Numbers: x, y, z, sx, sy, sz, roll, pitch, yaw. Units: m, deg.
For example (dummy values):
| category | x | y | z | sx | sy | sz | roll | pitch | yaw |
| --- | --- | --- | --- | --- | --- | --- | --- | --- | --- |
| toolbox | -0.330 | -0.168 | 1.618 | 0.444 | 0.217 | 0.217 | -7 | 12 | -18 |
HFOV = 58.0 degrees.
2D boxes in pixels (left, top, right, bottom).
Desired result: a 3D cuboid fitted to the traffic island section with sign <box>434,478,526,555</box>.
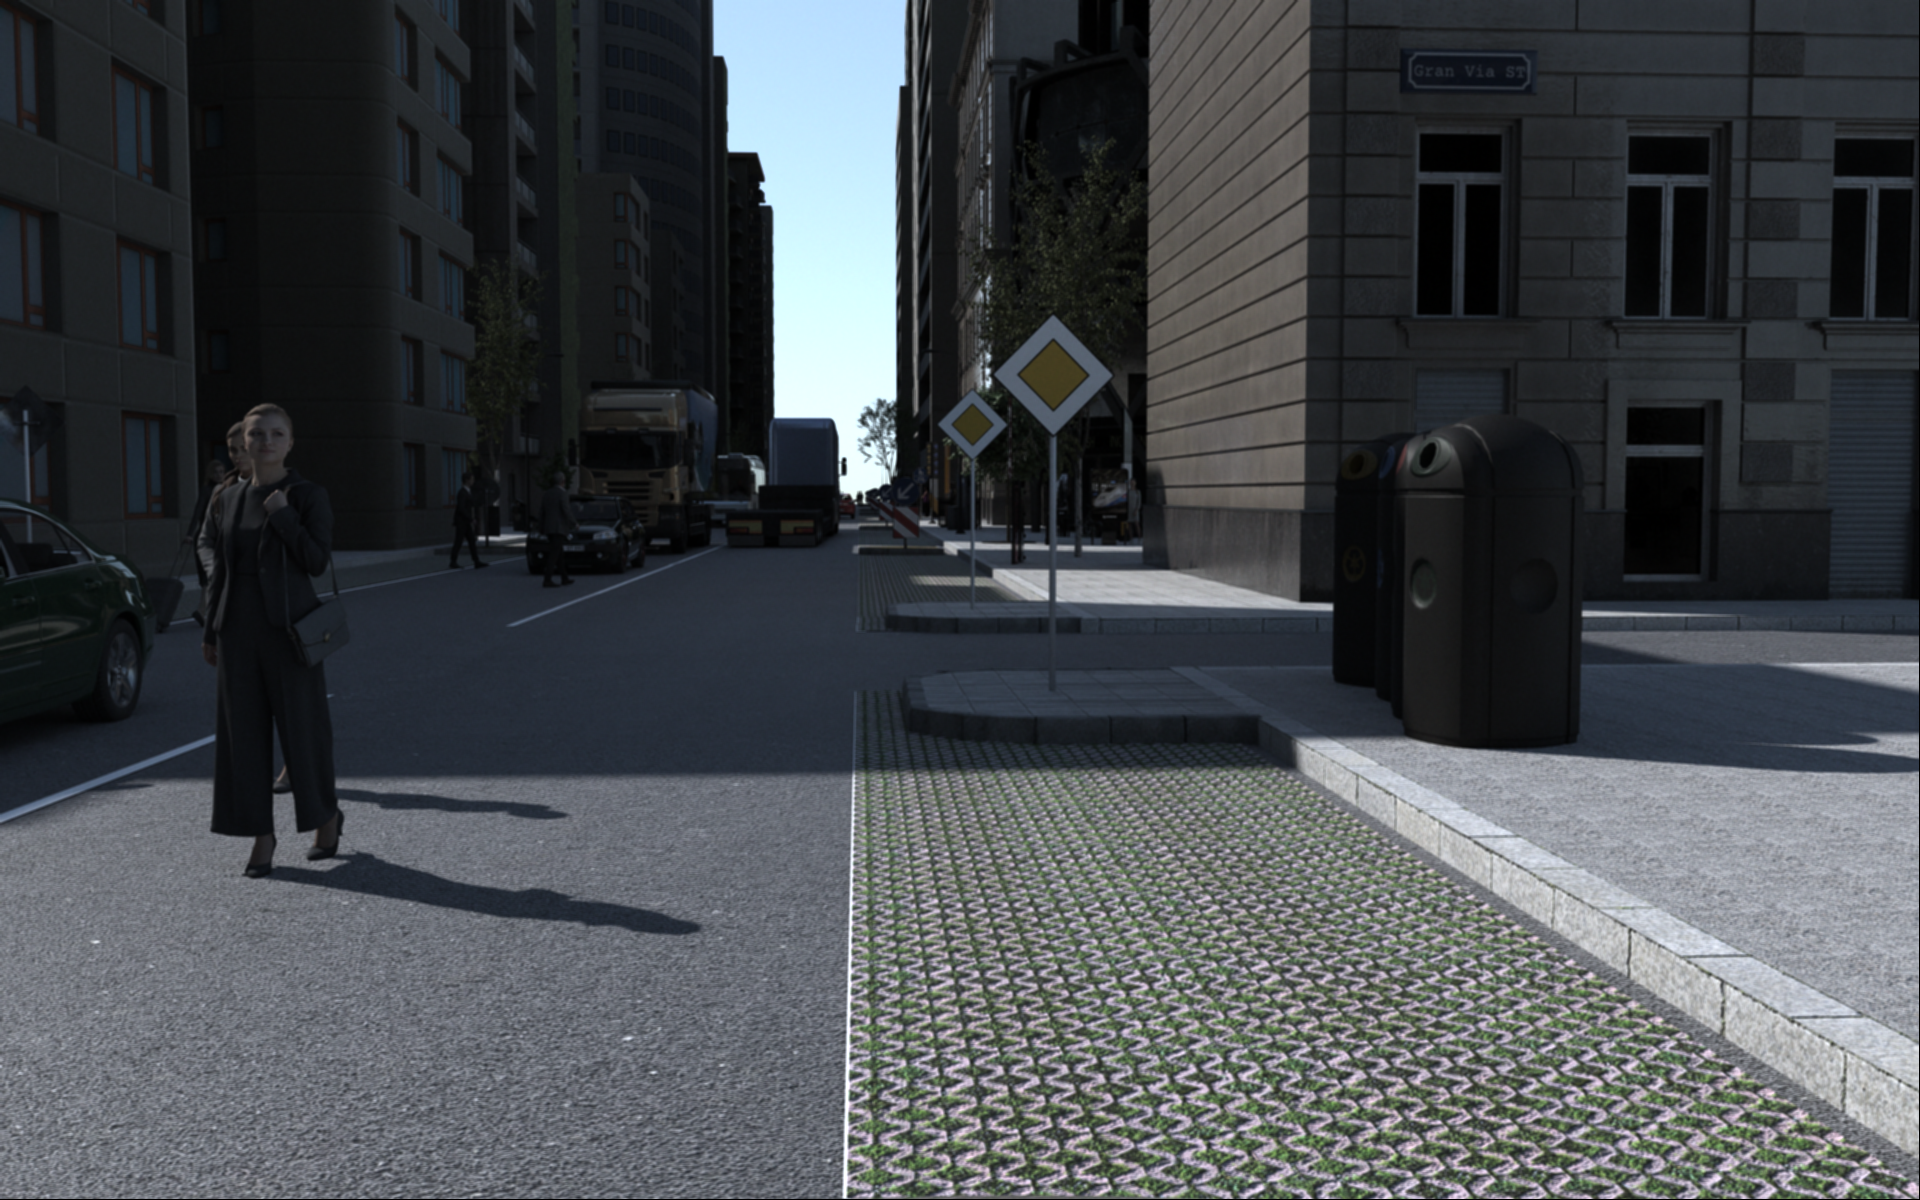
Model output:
| category | x | y | z | sx | sy | sz | roll | pitch | yaw |
| --- | --- | --- | --- | --- | --- | --- | --- | --- | --- |
| traffic island section with sign | -11.386 | -2.010 | 41.485 | 1.989 | 1.847 | 2.006 | 0 | 4 | -3 |

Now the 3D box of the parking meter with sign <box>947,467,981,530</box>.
| category | x | y | z | sx | sy | sz | roll | pitch | yaw |
| --- | --- | --- | --- | --- | --- | --- | --- | --- | --- |
| parking meter with sign | 0.227 | -4.035 | 62.230 | 0.543 | 3.016 | 1.738 | 3 | 4 | 38 |

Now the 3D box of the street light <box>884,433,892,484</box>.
| category | x | y | z | sx | sy | sz | roll | pitch | yaw |
| --- | --- | --- | --- | --- | --- | --- | --- | --- | --- |
| street light | -4.886 | -9.766 | 132.214 | 1.470 | 5.913 | 1.316 | 0 | 4 | -3 |

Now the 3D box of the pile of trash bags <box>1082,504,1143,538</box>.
| category | x | y | z | sx | sy | sz | roll | pitch | yaw |
| --- | --- | --- | --- | --- | --- | --- | --- | --- | --- |
| pile of trash bags | 5.388 | -2.547 | 51.399 | 3.447 | 1.369 | 1.912 | -2 | 4 | -30 |

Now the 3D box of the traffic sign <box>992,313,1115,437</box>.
| category | x | y | z | sx | sy | sz | roll | pitch | yaw |
| --- | --- | --- | --- | --- | --- | --- | --- | --- | --- |
| traffic sign | 0.621 | -0.552 | 11.212 | 0.795 | 2.593 | 0.064 | 0 | 4 | -3 |

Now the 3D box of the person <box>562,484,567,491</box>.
| category | x | y | z | sx | sy | sz | roll | pitch | yaw |
| --- | --- | --- | --- | --- | --- | --- | --- | --- | --- |
| person | -14.160 | -3.368 | 61.285 | 0.537 | 1.800 | 0.526 | -2 | 4 | -29 |

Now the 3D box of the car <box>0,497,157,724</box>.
| category | x | y | z | sx | sy | sz | roll | pitch | yaw |
| --- | --- | --- | --- | --- | --- | --- | --- | --- | --- |
| car | -6.078 | 0.138 | 9.536 | 2.131 | 1.459 | 4.920 | 0 | 4 | -5 |

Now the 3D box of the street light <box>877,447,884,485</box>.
| category | x | y | z | sx | sy | sz | roll | pitch | yaw |
| --- | --- | --- | --- | --- | --- | --- | --- | --- | --- |
| street light | -7.173 | -12.075 | 169.967 | 1.470 | 5.913 | 1.316 | 0 | 4 | -3 |

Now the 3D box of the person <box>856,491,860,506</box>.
| category | x | y | z | sx | sy | sz | roll | pitch | yaw |
| --- | --- | --- | --- | --- | --- | --- | --- | --- | --- |
| person | -12.586 | -12.537 | 214.024 | 0.434 | 1.755 | 0.990 | -2 | 4 | -25 |

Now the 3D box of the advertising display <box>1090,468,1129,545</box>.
| category | x | y | z | sx | sy | sz | roll | pitch | yaw |
| --- | --- | --- | --- | --- | --- | --- | --- | --- | --- |
| advertising display | 3.756 | -2.349 | 43.613 | 0.974 | 1.923 | 0.123 | -1 | 4 | -9 |

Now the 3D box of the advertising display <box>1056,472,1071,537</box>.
| category | x | y | z | sx | sy | sz | roll | pitch | yaw |
| --- | --- | --- | --- | --- | --- | --- | --- | --- | --- |
| advertising display | 3.069 | -2.844 | 51.714 | 0.123 | 1.923 | 0.974 | -1 | 4 | -21 |

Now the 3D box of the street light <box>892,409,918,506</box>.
| category | x | y | z | sx | sy | sz | roll | pitch | yaw |
| --- | --- | --- | --- | --- | --- | --- | --- | --- | --- |
| street light | -2.817 | -7.444 | 94.253 | 1.470 | 5.913 | 1.316 | 0 | 4 | -3 |

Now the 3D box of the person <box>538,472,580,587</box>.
| category | x | y | z | sx | sy | sz | roll | pitch | yaw |
| --- | --- | --- | --- | --- | --- | --- | --- | --- | --- |
| person | -6.194 | -1.100 | 26.883 | 0.661 | 1.777 | 0.834 | 2 | 4 | 29 |

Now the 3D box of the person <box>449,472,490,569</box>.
| category | x | y | z | sx | sy | sz | roll | pitch | yaw |
| --- | --- | --- | --- | --- | --- | --- | --- | --- | --- |
| person | -9.402 | -1.519 | 33.121 | 0.755 | 1.850 | 0.659 | 0 | 4 | -6 |

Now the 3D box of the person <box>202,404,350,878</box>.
| category | x | y | z | sx | sy | sz | roll | pitch | yaw |
| --- | --- | --- | --- | --- | --- | --- | --- | --- | --- |
| person | -2.642 | 0.139 | 6.651 | 0.576 | 1.772 | 0.534 | -1 | 4 | -9 |

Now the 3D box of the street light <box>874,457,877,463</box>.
| category | x | y | z | sx | sy | sz | roll | pitch | yaw |
| --- | --- | --- | --- | --- | --- | --- | --- | --- | --- |
| street light | -9.698 | -14.884 | 215.888 | 1.470 | 5.913 | 1.316 | 0 | 4 | -3 |

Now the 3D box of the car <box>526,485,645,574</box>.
| category | x | y | z | sx | sy | sz | roll | pitch | yaw |
| --- | --- | --- | --- | --- | --- | --- | --- | --- | --- |
| car | -6.966 | -1.386 | 32.449 | 2.009 | 1.686 | 4.222 | 0 | 4 | -3 |

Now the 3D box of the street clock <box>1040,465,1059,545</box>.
| category | x | y | z | sx | sy | sz | roll | pitch | yaw |
| --- | --- | --- | --- | --- | --- | --- | --- | --- | --- |
| street clock | 2.256 | -2.379 | 43.467 | 0.471 | 2.002 | 0.358 | 1 | 4 | 19 |

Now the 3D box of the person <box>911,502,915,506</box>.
| category | x | y | z | sx | sy | sz | roll | pitch | yaw |
| --- | --- | --- | --- | --- | --- | --- | --- | --- | --- |
| person | -3.277 | -7.374 | 127.145 | 0.750 | 1.759 | 0.617 | 2 | 4 | 25 |

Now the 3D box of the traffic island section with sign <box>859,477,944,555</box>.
| category | x | y | z | sx | sy | sz | roll | pitch | yaw |
| --- | --- | --- | --- | --- | --- | --- | --- | --- | --- |
| traffic island section with sign | -1.419 | -1.993 | 41.213 | 1.989 | 1.847 | 2.006 | 0 | 4 | -3 |

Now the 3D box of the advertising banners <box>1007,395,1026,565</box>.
| category | x | y | z | sx | sy | sz | roll | pitch | yaw |
| --- | --- | --- | --- | --- | --- | --- | --- | --- | --- |
| advertising banners | 1.021 | -2.173 | 31.722 | 0.090 | 3.025 | 2.074 | 1 | 4 | 10 |

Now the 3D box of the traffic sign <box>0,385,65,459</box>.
| category | x | y | z | sx | sy | sz | roll | pitch | yaw |
| --- | --- | --- | --- | --- | --- | --- | --- | --- | --- |
| traffic sign | -10.019 | -1.005 | 18.617 | 0.795 | 2.593 | 0.064 | 0 | 4 | -3 |

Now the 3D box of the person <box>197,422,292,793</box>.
| category | x | y | z | sx | sy | sz | roll | pitch | yaw |
| --- | --- | --- | --- | --- | --- | --- | --- | --- | --- |
| person | -3.490 | 0.018 | 8.474 | 0.520 | 1.790 | 0.573 | -1 | 4 | -9 |

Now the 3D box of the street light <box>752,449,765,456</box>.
| category | x | y | z | sx | sy | sz | roll | pitch | yaw |
| --- | --- | --- | --- | --- | --- | --- | --- | --- | --- |
| street light | -20.750 | -12.553 | 177.789 | 1.470 | 5.913 | 1.316 | 0 | 4 | -3 |

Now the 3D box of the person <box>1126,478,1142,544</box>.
| category | x | y | z | sx | sy | sz | roll | pitch | yaw |
| --- | --- | --- | --- | --- | --- | --- | --- | --- | --- |
| person | 4.431 | -2.289 | 44.470 | 0.512 | 1.701 | 0.522 | 1 | 4 | 11 |

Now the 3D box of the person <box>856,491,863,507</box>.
| category | x | y | z | sx | sy | sz | roll | pitch | yaw |
| --- | --- | --- | --- | --- | --- | --- | --- | --- | --- |
| person | -11.349 | -11.425 | 195.835 | 0.750 | 1.759 | 0.617 | -1 | 4 | -21 |

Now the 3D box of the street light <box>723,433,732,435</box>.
| category | x | y | z | sx | sy | sz | roll | pitch | yaw |
| --- | --- | --- | --- | --- | --- | --- | --- | --- | --- |
| street light | -18.189 | -9.798 | 132.731 | 1.470 | 5.913 | 1.316 | 0 | 4 | -3 |

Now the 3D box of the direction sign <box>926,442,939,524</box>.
| category | x | y | z | sx | sy | sz | roll | pitch | yaw |
| --- | --- | --- | --- | --- | --- | --- | --- | --- | --- |
| direction sign | -1.198 | -5.086 | 75.158 | 0.379 | 3.537 | 0.876 | -3 | 4 | -36 |

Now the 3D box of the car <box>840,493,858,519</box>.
| category | x | y | z | sx | sy | sz | roll | pitch | yaw |
| --- | --- | --- | --- | --- | --- | --- | --- | --- | --- |
| car | -7.068 | -5.659 | 101.565 | 2.155 | 1.783 | 4.494 | 0 | 4 | -4 |

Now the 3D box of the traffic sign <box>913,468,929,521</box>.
| category | x | y | z | sx | sy | sz | roll | pitch | yaw |
| --- | --- | --- | --- | --- | --- | --- | --- | --- | --- |
| traffic sign | -1.877 | -5.106 | 83.593 | 0.768 | 2.556 | 0.104 | 0 | 4 | 2 |

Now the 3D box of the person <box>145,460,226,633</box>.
| category | x | y | z | sx | sy | sz | roll | pitch | yaw |
| --- | --- | --- | --- | --- | --- | --- | --- | --- | --- |
| person | -8.264 | -0.599 | 18.507 | 0.699 | 1.804 | 1.509 | 1 | 4 | 21 |

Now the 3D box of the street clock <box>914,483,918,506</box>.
| category | x | y | z | sx | sy | sz | roll | pitch | yaw |
| --- | --- | --- | --- | --- | --- | --- | --- | --- | --- |
| street clock | -2.296 | -5.201 | 89.614 | 0.358 | 2.002 | 0.471 | 0 | 4 | -3 |

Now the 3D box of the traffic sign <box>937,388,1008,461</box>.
| category | x | y | z | sx | sy | sz | roll | pitch | yaw |
| --- | --- | --- | --- | --- | --- | --- | --- | --- | --- |
| traffic sign | 0.159 | -1.039 | 19.184 | 0.795 | 2.593 | 0.064 | 0 | 4 | -3 |

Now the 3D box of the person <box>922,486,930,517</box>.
| category | x | y | z | sx | sy | sz | roll | pitch | yaw |
| --- | --- | --- | --- | --- | --- | --- | --- | --- | --- |
| person | -1.947 | -5.540 | 97.305 | 0.721 | 1.739 | 1.217 | 1 | 4 | 21 |

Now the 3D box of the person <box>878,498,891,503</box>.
| category | x | y | z | sx | sy | sz | roll | pitch | yaw |
| --- | --- | --- | --- | --- | --- | --- | --- | --- | --- |
| person | -4.871 | -6.323 | 112.437 | 0.990 | 1.755 | 0.434 | 2 | 4 | 29 |

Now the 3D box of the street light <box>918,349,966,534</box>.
| category | x | y | z | sx | sy | sz | roll | pitch | yaw |
| --- | --- | --- | --- | --- | --- | --- | --- | --- | --- |
| street light | -0.522 | -5.084 | 55.663 | 1.470 | 5.913 | 1.316 | 0 | 4 | -3 |

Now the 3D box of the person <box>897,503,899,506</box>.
| category | x | y | z | sx | sy | sz | roll | pitch | yaw |
| --- | --- | --- | --- | --- | --- | --- | --- | --- | --- |
| person | -5.479 | -9.019 | 153.599 | 0.705 | 1.812 | 1.348 | 0 | 4 | 4 |
